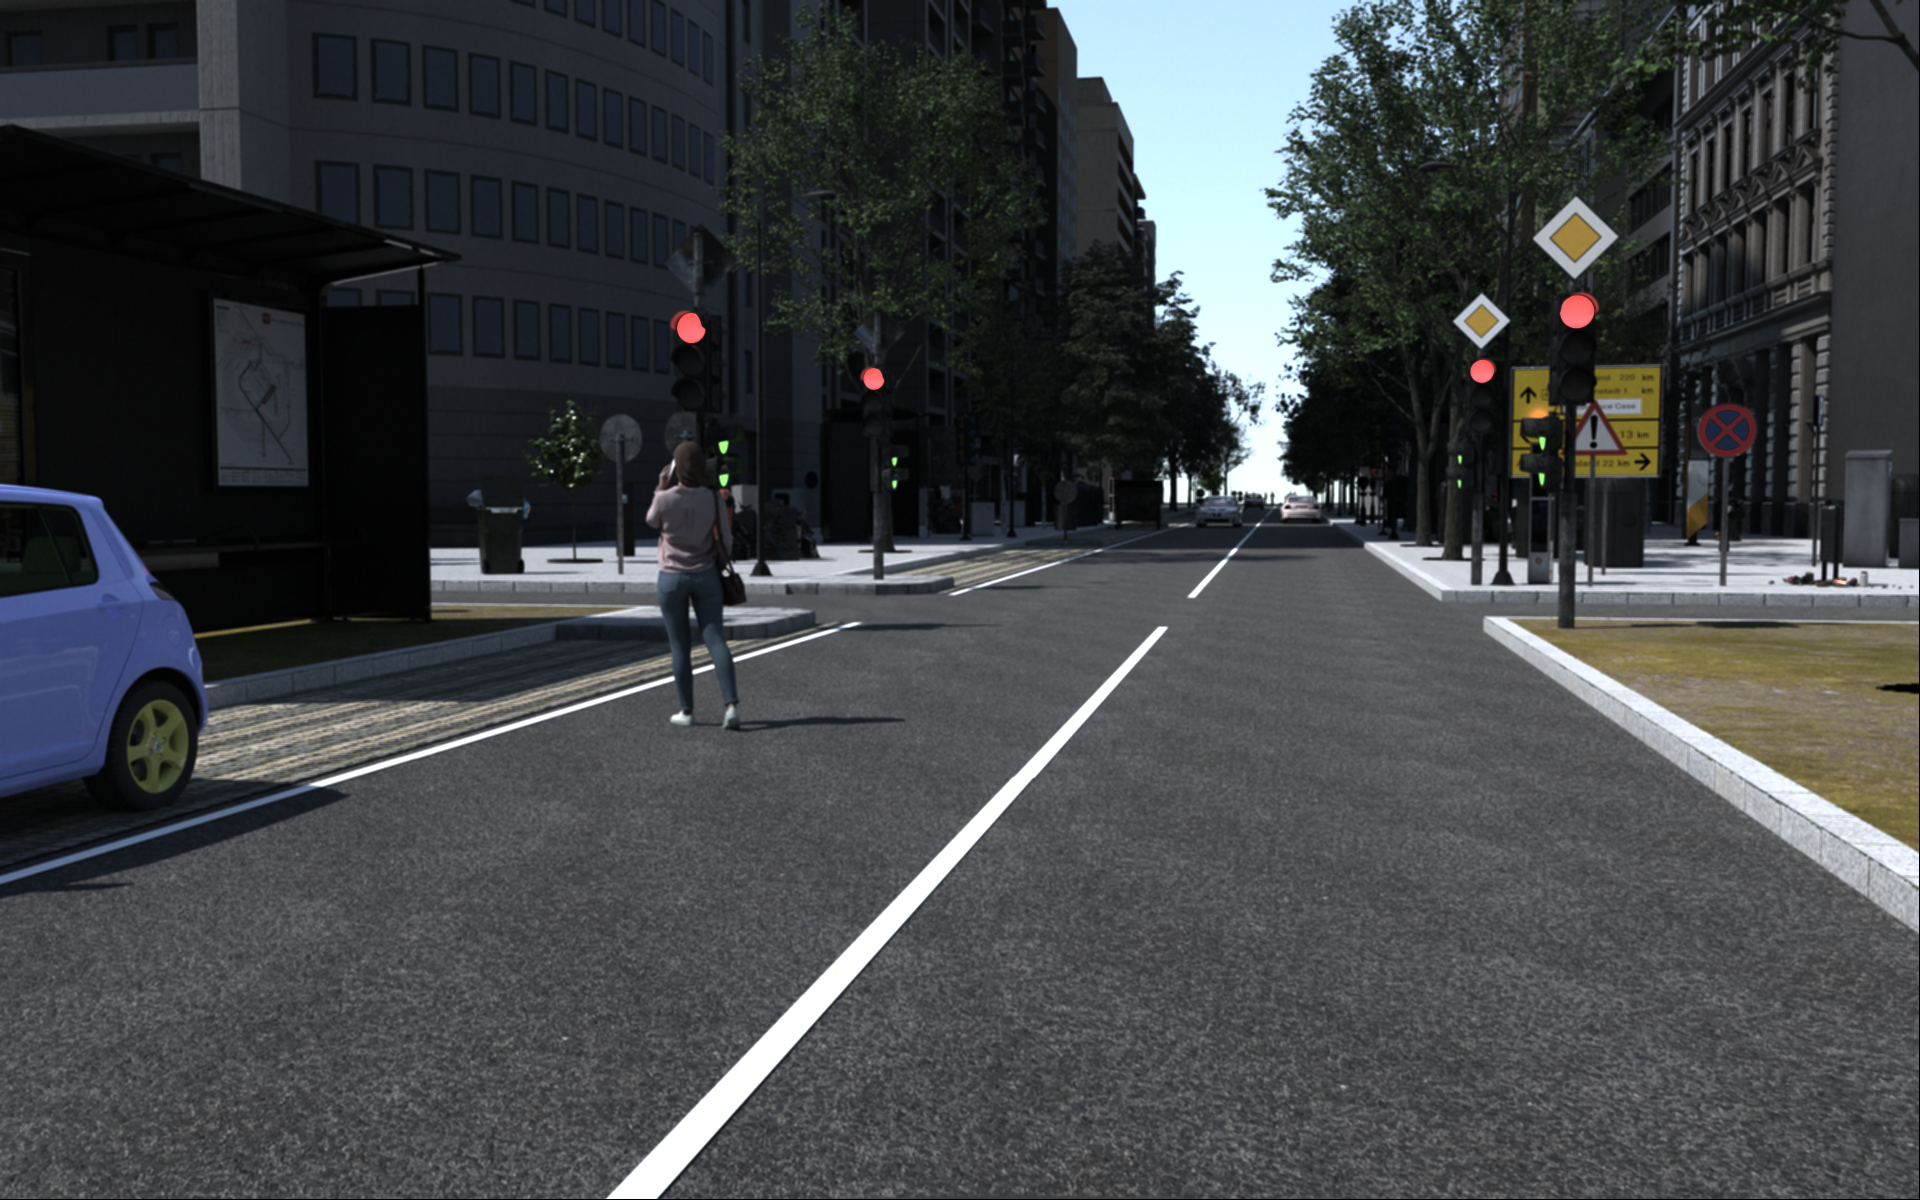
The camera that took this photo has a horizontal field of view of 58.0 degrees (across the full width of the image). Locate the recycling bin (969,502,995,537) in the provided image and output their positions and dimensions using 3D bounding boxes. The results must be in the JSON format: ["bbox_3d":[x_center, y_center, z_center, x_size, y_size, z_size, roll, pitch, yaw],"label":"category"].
[{"bbox_3d":[0.667,-2.450,52.616,0.722,1.027,0.722,0,4,-4],"label":"recycling bin"}]

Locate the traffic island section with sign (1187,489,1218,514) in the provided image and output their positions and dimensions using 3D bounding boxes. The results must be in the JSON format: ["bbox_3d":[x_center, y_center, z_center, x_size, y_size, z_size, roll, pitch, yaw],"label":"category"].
[{"bbox_3d":[17.312,-7.078,124.351,1.989,1.847,2.006,1,4,11],"label":"traffic island section with sign"}]

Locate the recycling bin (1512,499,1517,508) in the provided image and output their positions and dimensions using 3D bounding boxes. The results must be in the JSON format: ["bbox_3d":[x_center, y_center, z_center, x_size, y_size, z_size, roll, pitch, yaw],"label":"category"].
[{"bbox_3d":[26.353,-4.191,81.084,0.722,1.027,0.722,-1,4,-15],"label":"recycling bin"}]

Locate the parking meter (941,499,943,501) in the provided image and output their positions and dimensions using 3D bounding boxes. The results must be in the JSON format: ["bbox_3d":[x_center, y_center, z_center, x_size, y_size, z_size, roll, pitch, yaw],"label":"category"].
[{"bbox_3d":[-1.108,-5.691,98.751,0.255,1.863,0.399,-1,4,-18],"label":"parking meter"}]

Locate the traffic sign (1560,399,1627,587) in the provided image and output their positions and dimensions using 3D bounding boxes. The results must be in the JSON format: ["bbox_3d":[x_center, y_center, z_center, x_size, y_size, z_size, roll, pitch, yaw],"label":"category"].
[{"bbox_3d":[8.716,-1.460,23.880,0.884,2.594,0.081,1,4,11],"label":"traffic sign"}]

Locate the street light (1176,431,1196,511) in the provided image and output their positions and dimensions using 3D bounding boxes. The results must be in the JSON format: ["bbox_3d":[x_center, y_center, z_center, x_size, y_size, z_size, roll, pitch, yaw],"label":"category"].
[{"bbox_3d":[16.473,-9.481,127.560,1.470,5.913,1.316,1,4,11],"label":"street light"}]

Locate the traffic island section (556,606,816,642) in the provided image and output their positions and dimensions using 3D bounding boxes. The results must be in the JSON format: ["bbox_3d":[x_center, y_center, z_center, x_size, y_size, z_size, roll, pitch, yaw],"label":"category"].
[{"bbox_3d":[-2.723,0.251,18.170,2.009,0.180,2.903,1,4,11],"label":"traffic island section"}]

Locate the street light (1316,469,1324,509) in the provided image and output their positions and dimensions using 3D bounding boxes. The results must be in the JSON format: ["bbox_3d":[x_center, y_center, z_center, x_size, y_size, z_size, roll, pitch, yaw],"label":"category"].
[{"bbox_3d":[21.501,-7.827,100.506,1.470,5.913,1.316,1,4,11],"label":"street light"}]

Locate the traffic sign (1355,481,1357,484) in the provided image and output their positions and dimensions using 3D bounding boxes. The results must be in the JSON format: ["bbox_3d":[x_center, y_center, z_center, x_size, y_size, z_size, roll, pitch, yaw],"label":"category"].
[{"bbox_3d":[21.426,-5.626,91.992,0.884,2.594,0.081,1,4,17],"label":"traffic sign"}]

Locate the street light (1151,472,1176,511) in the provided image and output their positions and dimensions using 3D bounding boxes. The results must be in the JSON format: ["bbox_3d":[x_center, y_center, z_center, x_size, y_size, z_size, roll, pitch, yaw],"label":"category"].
[{"bbox_3d":[11.920,-7.979,102.998,1.470,5.913,1.316,1,4,11],"label":"street light"}]

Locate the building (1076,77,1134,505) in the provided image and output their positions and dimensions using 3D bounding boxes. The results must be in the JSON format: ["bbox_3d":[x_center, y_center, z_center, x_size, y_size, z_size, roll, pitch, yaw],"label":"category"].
[{"bbox_3d":[9.083,-35.672,206.934,21.300,48.544,21.600,1,4,11],"label":"building"}]

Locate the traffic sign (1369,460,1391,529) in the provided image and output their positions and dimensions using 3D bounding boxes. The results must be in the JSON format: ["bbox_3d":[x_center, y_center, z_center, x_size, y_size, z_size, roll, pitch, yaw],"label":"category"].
[{"bbox_3d":[15.554,-3.919,64.190,0.768,2.556,0.104,1,4,18],"label":"traffic sign"}]

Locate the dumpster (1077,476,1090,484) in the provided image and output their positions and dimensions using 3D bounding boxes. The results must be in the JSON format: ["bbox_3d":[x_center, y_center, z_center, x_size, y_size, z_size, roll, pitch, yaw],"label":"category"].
[{"bbox_3d":[6.564,-5.635,94.619,1.502,2.255,1.985,1,4,11],"label":"dumpster"}]

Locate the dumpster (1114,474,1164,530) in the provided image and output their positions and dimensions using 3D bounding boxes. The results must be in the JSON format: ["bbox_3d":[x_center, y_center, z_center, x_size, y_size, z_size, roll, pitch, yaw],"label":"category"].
[{"bbox_3d":[7.204,-3.960,69.694,1.985,2.255,1.502,1,4,11],"label":"dumpster"}]

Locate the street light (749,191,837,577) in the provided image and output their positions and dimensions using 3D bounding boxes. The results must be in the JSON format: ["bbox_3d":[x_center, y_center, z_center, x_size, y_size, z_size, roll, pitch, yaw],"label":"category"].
[{"bbox_3d":[-2.578,-3.319,26.802,1.470,5.913,1.316,1,4,11],"label":"street light"}]

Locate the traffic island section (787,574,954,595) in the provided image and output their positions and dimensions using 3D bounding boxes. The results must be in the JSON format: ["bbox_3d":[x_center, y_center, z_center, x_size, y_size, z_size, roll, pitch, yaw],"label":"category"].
[{"bbox_3d":[-1.242,-0.229,26.018,2.009,0.180,2.903,1,4,11],"label":"traffic island section"}]

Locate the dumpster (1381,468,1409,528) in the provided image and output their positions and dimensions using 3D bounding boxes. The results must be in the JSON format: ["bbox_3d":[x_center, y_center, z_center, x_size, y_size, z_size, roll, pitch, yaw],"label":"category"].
[{"bbox_3d":[16.692,-3.859,65.595,1.502,2.255,1.985,1,4,10],"label":"dumpster"}]

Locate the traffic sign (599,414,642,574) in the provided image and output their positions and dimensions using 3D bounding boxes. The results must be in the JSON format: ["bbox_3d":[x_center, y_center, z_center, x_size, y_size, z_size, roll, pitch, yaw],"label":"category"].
[{"bbox_3d":[-5.431,-1.685,27.656,0.768,2.556,0.104,1,4,18],"label":"traffic sign"}]

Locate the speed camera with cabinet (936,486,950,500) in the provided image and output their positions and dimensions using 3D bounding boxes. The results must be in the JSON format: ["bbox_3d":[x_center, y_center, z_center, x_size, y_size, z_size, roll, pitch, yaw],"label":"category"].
[{"bbox_3d":[-1.264,-5.543,84.969,0.660,3.252,2.038,-2,4,-32],"label":"speed camera with cabinet"}]

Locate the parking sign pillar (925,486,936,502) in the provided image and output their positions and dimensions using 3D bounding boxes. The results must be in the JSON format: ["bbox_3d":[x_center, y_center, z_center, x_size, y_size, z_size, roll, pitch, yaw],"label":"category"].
[{"bbox_3d":[-1.264,-5.225,73.899,1.447,3.967,1.447,0,4,-5],"label":"parking sign pillar"}]

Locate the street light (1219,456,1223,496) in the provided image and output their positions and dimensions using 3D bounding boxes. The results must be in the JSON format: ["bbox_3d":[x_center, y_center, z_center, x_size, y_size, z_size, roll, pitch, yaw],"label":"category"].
[{"bbox_3d":[26.969,-12.892,183.331,1.470,5.913,1.316,1,4,11],"label":"street light"}]

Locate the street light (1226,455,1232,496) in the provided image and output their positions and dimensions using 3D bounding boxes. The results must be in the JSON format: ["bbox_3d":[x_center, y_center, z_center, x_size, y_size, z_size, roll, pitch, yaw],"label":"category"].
[{"bbox_3d":[31.647,-14.369,207.475,1.470,5.913,1.316,1,4,11],"label":"street light"}]

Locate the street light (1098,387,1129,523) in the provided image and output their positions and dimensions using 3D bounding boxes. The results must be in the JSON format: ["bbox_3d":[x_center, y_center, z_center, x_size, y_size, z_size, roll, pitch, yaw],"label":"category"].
[{"bbox_3d":[6.664,-6.294,75.447,1.470,5.913,1.316,1,4,11],"label":"street light"}]

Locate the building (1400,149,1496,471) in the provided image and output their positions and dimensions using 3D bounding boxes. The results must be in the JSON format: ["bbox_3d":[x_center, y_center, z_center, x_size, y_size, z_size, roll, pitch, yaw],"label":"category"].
[{"bbox_3d":[67.278,-34.697,221.913,22.147,44.769,28.867,1,4,11],"label":"building"}]

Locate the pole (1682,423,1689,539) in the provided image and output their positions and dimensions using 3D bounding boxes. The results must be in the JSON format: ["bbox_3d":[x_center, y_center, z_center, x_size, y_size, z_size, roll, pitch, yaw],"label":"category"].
[{"bbox_3d":[20.827,-3.409,49.582,0.158,3.312,0.155,0,3,0],"label":"pole"}]

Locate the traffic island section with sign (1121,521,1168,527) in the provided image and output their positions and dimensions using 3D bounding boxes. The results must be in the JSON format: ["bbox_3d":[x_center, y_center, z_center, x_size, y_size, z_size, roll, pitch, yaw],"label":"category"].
[{"bbox_3d":[8.005,-4.061,75.017,1.989,1.847,2.006,1,4,11],"label":"traffic island section with sign"}]

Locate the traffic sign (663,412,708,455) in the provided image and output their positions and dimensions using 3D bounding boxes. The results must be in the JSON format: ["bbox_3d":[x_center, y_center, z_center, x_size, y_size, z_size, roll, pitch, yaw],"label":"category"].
[{"bbox_3d":[-4.108,-1.587,26.047,0.768,2.556,0.104,1,4,13],"label":"traffic sign"}]

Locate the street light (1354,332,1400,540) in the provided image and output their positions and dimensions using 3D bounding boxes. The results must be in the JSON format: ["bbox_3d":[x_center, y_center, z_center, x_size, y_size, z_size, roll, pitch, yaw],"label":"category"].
[{"bbox_3d":[11.714,-4.665,48.818,1.470,5.913,1.316,1,4,11],"label":"street light"}]

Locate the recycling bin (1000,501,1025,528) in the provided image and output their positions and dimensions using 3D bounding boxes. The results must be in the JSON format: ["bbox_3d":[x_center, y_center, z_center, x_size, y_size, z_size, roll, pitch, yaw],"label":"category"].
[{"bbox_3d":[2.006,-3.267,65.968,0.722,1.027,0.722,-2,4,-28],"label":"recycling bin"}]

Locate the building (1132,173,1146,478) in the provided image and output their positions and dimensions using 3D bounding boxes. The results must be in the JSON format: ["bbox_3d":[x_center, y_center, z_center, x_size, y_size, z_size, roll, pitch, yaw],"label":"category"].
[{"bbox_3d":[13.214,-35.339,232.424,22.147,44.769,28.867,1,4,11],"label":"building"}]

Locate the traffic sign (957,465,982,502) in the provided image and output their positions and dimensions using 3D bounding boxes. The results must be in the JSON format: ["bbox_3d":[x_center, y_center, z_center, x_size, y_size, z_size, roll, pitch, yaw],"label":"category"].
[{"bbox_3d":[0.319,-3.666,59.941,0.884,2.594,0.081,1,4,13],"label":"traffic sign"}]

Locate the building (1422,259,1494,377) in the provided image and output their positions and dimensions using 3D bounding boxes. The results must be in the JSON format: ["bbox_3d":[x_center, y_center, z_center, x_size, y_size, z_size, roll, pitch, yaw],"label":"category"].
[{"bbox_3d":[60.601,-26.287,201.491,14.160,30.474,14.107,1,4,11],"label":"building"}]

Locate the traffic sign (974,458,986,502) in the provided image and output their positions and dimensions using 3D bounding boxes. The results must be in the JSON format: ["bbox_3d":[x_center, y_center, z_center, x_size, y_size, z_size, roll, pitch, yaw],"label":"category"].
[{"bbox_3d":[0.542,-3.713,60.816,0.768,2.556,0.104,1,4,18],"label":"traffic sign"}]

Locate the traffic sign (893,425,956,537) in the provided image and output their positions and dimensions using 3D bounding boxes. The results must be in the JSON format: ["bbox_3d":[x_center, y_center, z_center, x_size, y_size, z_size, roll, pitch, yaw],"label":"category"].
[{"bbox_3d":[-1.246,-3.531,51.597,2.265,3.308,0.079,1,4,11],"label":"traffic sign"}]

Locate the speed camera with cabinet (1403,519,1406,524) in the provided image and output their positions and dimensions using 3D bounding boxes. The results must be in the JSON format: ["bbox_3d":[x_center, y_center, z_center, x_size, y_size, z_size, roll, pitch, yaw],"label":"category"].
[{"bbox_3d":[18.128,-4.552,68.753,0.660,3.252,2.038,2,4,27],"label":"speed camera with cabinet"}]

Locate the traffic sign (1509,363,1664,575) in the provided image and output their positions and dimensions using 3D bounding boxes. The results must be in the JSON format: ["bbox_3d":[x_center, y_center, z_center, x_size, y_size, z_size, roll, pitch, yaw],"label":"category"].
[{"bbox_3d":[9.880,-2.051,27.413,2.265,3.308,0.079,1,4,18],"label":"traffic sign"}]

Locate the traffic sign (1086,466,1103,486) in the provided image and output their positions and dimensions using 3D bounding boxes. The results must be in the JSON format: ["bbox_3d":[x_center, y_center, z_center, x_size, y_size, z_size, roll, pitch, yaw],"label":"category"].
[{"bbox_3d":[6.000,-4.727,77.397,0.768,2.556,0.104,1,4,17],"label":"traffic sign"}]

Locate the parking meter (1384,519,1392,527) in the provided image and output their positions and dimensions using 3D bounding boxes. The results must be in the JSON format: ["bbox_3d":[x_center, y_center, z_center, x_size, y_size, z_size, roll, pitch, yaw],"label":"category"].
[{"bbox_3d":[16.610,-3.753,67.080,0.255,1.863,0.399,3,5,43],"label":"parking meter"}]

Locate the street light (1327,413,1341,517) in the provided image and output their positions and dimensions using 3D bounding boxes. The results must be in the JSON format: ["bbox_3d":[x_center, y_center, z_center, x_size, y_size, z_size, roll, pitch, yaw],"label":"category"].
[{"bbox_3d":[16.372,-6.178,73.557,1.470,5.913,1.316,1,4,11],"label":"street light"}]

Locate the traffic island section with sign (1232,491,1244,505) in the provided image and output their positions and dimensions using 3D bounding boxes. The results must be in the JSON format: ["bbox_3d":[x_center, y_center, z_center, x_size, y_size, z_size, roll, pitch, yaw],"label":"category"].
[{"bbox_3d":[37.611,-13.660,231.961,1.989,1.847,2.006,1,4,11],"label":"traffic island section with sign"}]

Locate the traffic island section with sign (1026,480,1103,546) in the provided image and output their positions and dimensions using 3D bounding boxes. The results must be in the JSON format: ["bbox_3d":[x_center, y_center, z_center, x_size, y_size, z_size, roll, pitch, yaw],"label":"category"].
[{"bbox_3d":[2.952,-2.420,48.197,1.989,1.847,2.006,1,4,11],"label":"traffic island section with sign"}]

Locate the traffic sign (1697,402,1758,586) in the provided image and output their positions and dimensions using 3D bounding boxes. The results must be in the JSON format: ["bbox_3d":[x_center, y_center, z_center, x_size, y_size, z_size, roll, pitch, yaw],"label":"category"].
[{"bbox_3d":[10.653,-1.468,24.108,0.768,2.556,0.104,1,4,20],"label":"traffic sign"}]

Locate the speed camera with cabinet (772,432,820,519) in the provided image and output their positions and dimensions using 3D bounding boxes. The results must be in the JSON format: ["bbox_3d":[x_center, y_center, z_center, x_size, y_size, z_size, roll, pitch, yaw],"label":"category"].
[{"bbox_3d":[-5.138,-3.761,55.825,2.038,3.252,0.660,2,4,35],"label":"speed camera with cabinet"}]

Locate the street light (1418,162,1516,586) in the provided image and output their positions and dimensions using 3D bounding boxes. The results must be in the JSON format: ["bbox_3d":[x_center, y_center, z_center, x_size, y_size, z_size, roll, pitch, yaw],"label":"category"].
[{"bbox_3d":[7.114,-3.167,24.319,1.470,5.913,1.316,1,4,11],"label":"street light"}]

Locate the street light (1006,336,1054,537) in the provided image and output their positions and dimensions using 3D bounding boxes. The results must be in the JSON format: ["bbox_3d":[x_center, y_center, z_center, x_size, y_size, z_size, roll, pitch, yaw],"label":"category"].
[{"bbox_3d":[2.065,-4.805,51.102,1.470,5.913,1.316,1,4,11],"label":"street light"}]

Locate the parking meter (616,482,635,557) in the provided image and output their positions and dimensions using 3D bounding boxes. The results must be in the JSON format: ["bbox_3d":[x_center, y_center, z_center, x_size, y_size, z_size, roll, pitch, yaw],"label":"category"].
[{"bbox_3d":[-6.890,-1.667,35.659,0.372,1.533,0.369,0,3,0],"label":"parking meter"}]
